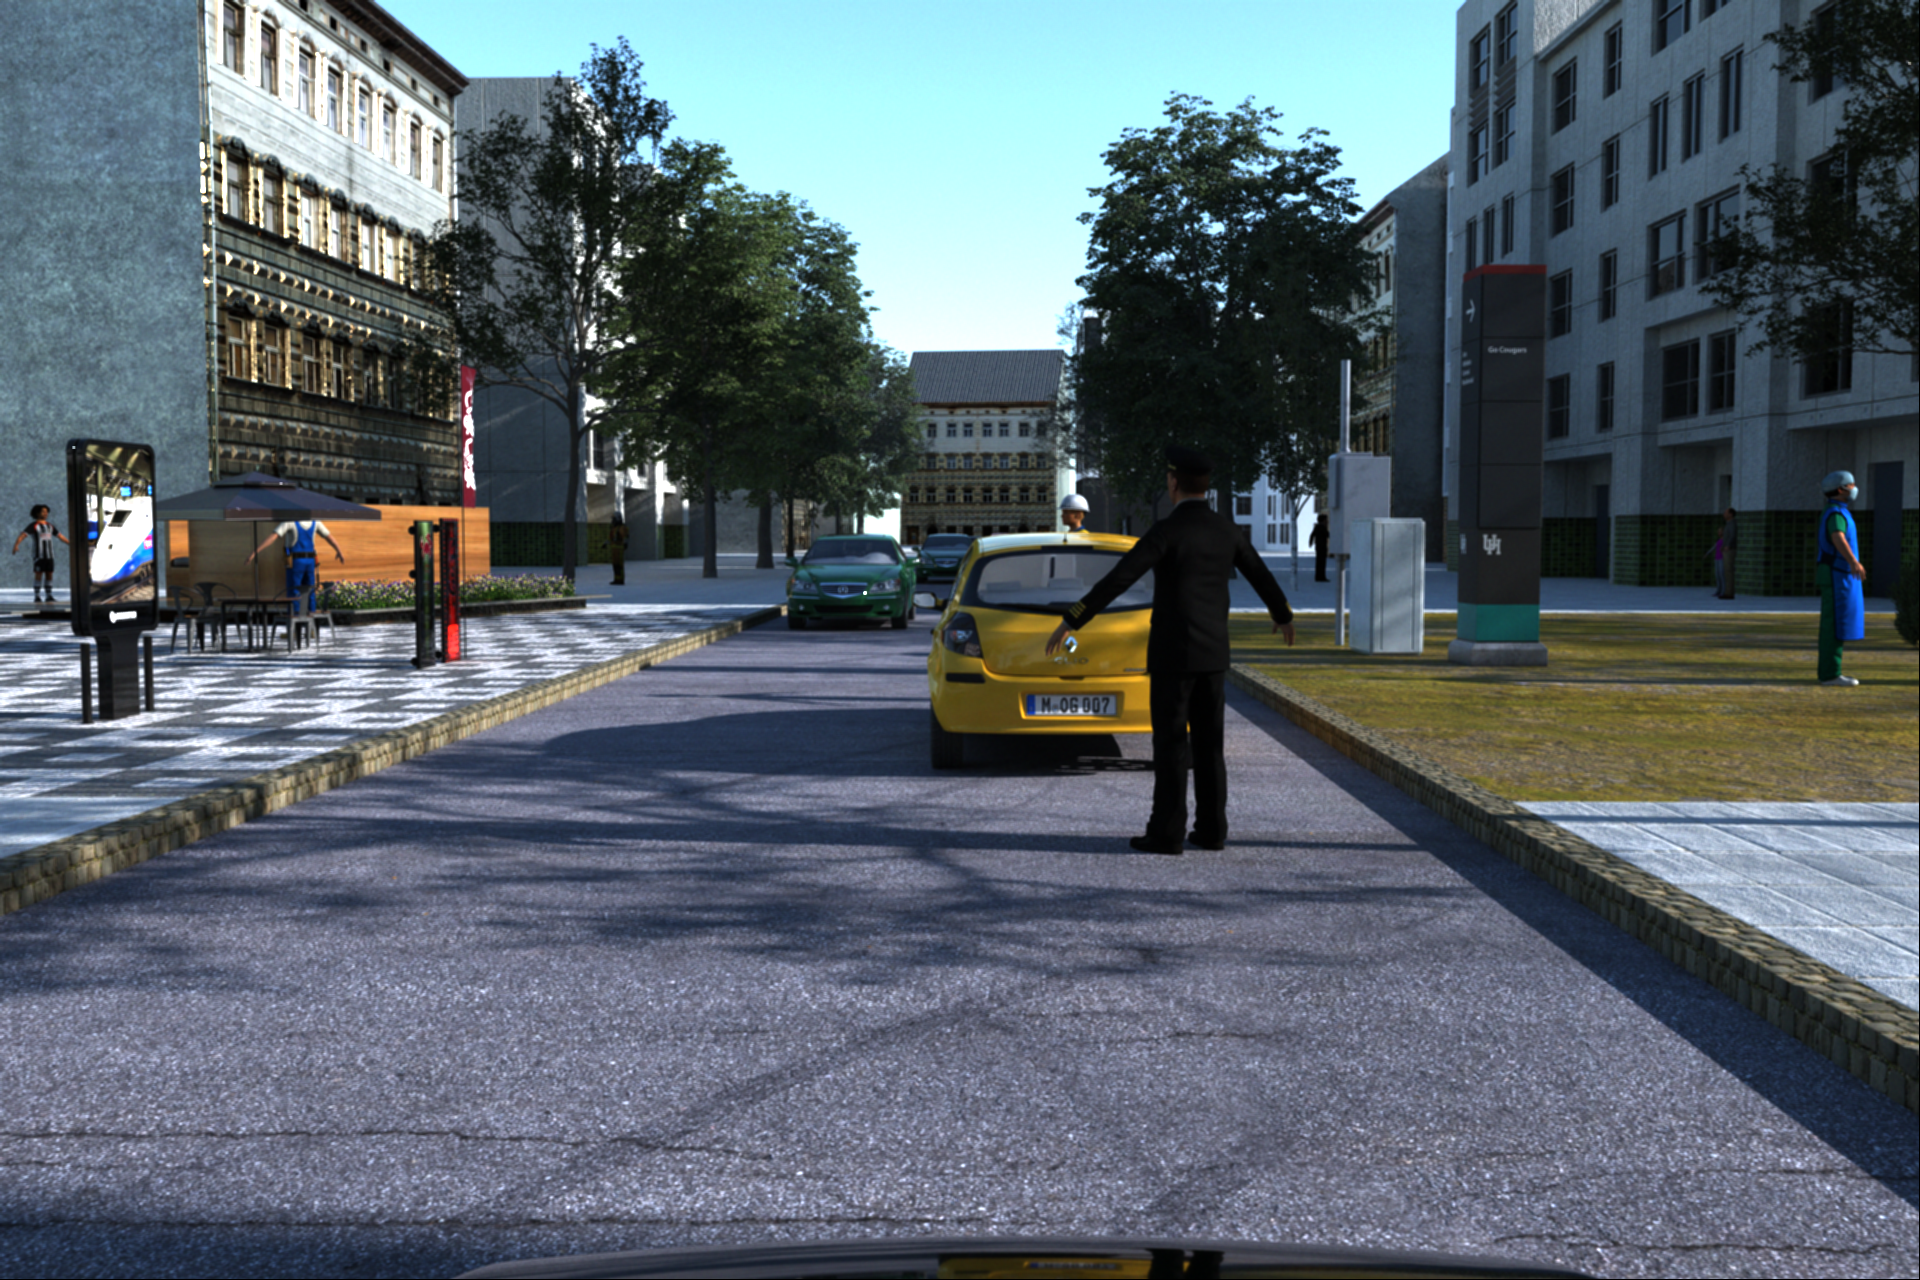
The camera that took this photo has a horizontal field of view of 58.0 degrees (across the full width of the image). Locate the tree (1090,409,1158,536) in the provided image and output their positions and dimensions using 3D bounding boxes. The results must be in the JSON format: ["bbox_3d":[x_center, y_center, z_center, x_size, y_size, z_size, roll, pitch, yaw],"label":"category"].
[{"bbox_3d":[8.439,-8.373,87.268,4.737,8.622,4.395,0,3,0],"label":"tree"}]

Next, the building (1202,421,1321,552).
[{"bbox_3d":[25.165,-12.044,139.059,9.099,9.664,28.070,0,4,1],"label":"building"}]

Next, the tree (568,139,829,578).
[{"bbox_3d":[-7.668,-8.114,50.785,7.486,12.596,7.792,0,3,0],"label":"tree"}]

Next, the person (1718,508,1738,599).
[{"bbox_3d":[15.142,-1.705,34.147,0.705,1.796,1.348,1,4,20],"label":"person"}]

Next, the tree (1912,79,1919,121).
[{"bbox_3d":[7.075,-4.413,6.571,8.767,10.594,7.601,0,4,-4],"label":"tree"}]

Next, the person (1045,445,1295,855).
[{"bbox_3d":[1.016,0.033,7.851,1.347,1.837,0.705,-2,4,-28],"label":"person"}]

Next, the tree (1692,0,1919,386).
[{"bbox_3d":[13.583,-5.424,23.089,7.601,10.594,8.767,1,4,9],"label":"tree"}]

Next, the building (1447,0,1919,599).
[{"bbox_3d":[24.936,-10.811,43.216,16.747,18.905,31.486,0,4,1],"label":"building"}]

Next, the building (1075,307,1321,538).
[{"bbox_3d":[25.339,-20.099,172.590,27.936,21.610,32.646,0,4,1],"label":"building"}]

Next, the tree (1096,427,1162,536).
[{"bbox_3d":[9.363,-8.958,96.823,4.737,8.622,4.395,0,3,0],"label":"tree"}]

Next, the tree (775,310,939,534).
[{"bbox_3d":[-6.810,-11.313,95.345,12.009,13.543,11.850,0,3,0],"label":"tree"}]

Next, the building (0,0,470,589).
[{"bbox_3d":[-26.365,-13.353,49.250,19.493,23.208,18.063,0,4,2],"label":"building"}]

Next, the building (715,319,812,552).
[{"bbox_3d":[-21.543,-18.380,131.437,19.493,23.208,18.063,0,4,1],"label":"building"}]

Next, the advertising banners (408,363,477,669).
[{"bbox_3d":[-5.114,-1.290,17.279,0.090,3.025,2.074,0,4,2],"label":"advertising banners"}]

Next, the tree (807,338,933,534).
[{"bbox_3d":[-6.653,-12.674,113.874,9.857,13.997,8.962,0,3,0],"label":"tree"}]

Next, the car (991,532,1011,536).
[{"bbox_3d":[2.359,-5.321,96.046,2.155,1.783,4.494,0,4,1],"label":"car"}]

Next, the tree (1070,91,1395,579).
[{"bbox_3d":[7.530,-8.722,49.257,9.857,13.997,8.962,0,3,0],"label":"tree"}]

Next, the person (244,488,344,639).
[{"bbox_3d":[-8.129,-0.945,21.299,0.705,1.847,1.347,3,4,36],"label":"person"}]

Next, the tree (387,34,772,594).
[{"bbox_3d":[-6.992,-5.968,31.989,7.601,10.594,8.767,-1,4,-9],"label":"tree"}]

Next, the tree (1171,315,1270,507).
[{"bbox_3d":[8.494,-6.616,58.531,4.737,8.622,4.395,0,3,0],"label":"tree"}]

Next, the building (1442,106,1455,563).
[{"bbox_3d":[26.309,-13.337,74.472,16.016,20.090,11.380,0,4,1],"label":"building"}]

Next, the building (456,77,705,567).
[{"bbox_3d":[-22.980,-13.263,83.304,16.747,18.905,31.486,0,4,1],"label":"building"}]

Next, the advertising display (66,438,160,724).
[{"bbox_3d":[-5.890,-0.420,12.084,0.123,1.923,0.974,0,4,2],"label":"advertising display"}]

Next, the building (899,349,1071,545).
[{"bbox_3d":[3.334,-22.779,205.825,18.063,23.208,19.493,1,4,8],"label":"building"}]

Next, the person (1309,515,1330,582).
[{"bbox_3d":[9.760,-2.476,46.663,0.705,1.806,1.347,-1,4,-23],"label":"person"}]

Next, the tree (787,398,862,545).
[{"bbox_3d":[-6.768,-8.031,81.665,4.737,8.622,4.395,0,3,0],"label":"tree"}]

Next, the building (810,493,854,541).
[{"bbox_3d":[-20.888,-21.176,177.153,19.493,23.208,18.063,0,4,1],"label":"building"}]

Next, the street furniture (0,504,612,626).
[{"bbox_3d":[-9.279,-1.296,28.051,9.812,1.723,11.010,1,4,20],"label":"street furniture"}]

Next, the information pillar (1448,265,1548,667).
[{"bbox_3d":[5.311,-1.691,17.019,0.750,3.857,0.750,0,4,-1],"label":"information pillar"}]

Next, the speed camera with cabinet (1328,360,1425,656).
[{"bbox_3d":[4.576,-1.513,19.081,0.660,3.252,2.038,0,4,-1],"label":"speed camera with cabinet"}]

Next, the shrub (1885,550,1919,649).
[{"bbox_3d":[10.854,-0.497,19.240,1.383,1.207,1.383,0,3,0],"label":"shrub"}]

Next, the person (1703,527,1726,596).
[{"bbox_3d":[15.530,-1.602,35.466,0.599,1.433,0.991,0,4,-7],"label":"person"}]

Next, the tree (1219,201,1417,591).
[{"bbox_3d":[7.435,-5.416,38.918,4.360,8.622,3.978,0,3,0],"label":"tree"}]

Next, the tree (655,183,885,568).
[{"bbox_3d":[-7.245,-9.670,64.752,9.857,13.997,8.962,0,3,0],"label":"tree"}]

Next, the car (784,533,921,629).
[{"bbox_3d":[-1.672,-0.970,27.659,2.131,1.459,4.920,0,4,1],"label":"car"}]

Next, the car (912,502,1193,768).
[{"bbox_3d":[0.656,-0.109,12.014,2.015,1.641,3.980,0,4,0],"label":"car"}]

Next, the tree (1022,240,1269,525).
[{"bbox_3d":[8.028,-9.795,70.516,12.009,13.543,11.850,0,3,0],"label":"tree"}]

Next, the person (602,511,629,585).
[{"bbox_3d":[-8.661,-2.322,43.733,0.705,1.858,1.354,-3,4,-36],"label":"person"}]

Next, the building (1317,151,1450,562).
[{"bbox_3d":[28.978,-15.634,86.542,19.493,23.208,18.063,0,4,1],"label":"building"}]

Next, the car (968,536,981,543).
[{"bbox_3d":[0.517,-4.255,82.157,1.945,1.354,3.894,0,4,1],"label":"car"}]

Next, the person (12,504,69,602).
[{"bbox_3d":[-16.900,-1.578,31.949,0.704,1.843,1.345,2,4,25],"label":"person"}]

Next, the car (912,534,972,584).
[{"bbox_3d":[-0.352,-2.438,51.654,2.131,1.459,4.920,0,4,1],"label":"car"}]

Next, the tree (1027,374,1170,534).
[{"bbox_3d":[9.410,-12.257,110.773,12.009,13.543,11.850,0,3,0],"label":"tree"}]

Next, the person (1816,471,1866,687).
[{"bbox_3d":[7.480,-0.525,14.715,0.704,1.817,1.347,1,4,21],"label":"person"}]

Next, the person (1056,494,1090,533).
[{"bbox_3d":[0.877,-0.353,14.698,0.721,1.772,1.216,-1,4,-21],"label":"person"}]

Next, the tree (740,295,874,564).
[{"bbox_3d":[-7.247,-9.128,74.999,9.928,11.665,9.643,0,3,0],"label":"tree"}]
